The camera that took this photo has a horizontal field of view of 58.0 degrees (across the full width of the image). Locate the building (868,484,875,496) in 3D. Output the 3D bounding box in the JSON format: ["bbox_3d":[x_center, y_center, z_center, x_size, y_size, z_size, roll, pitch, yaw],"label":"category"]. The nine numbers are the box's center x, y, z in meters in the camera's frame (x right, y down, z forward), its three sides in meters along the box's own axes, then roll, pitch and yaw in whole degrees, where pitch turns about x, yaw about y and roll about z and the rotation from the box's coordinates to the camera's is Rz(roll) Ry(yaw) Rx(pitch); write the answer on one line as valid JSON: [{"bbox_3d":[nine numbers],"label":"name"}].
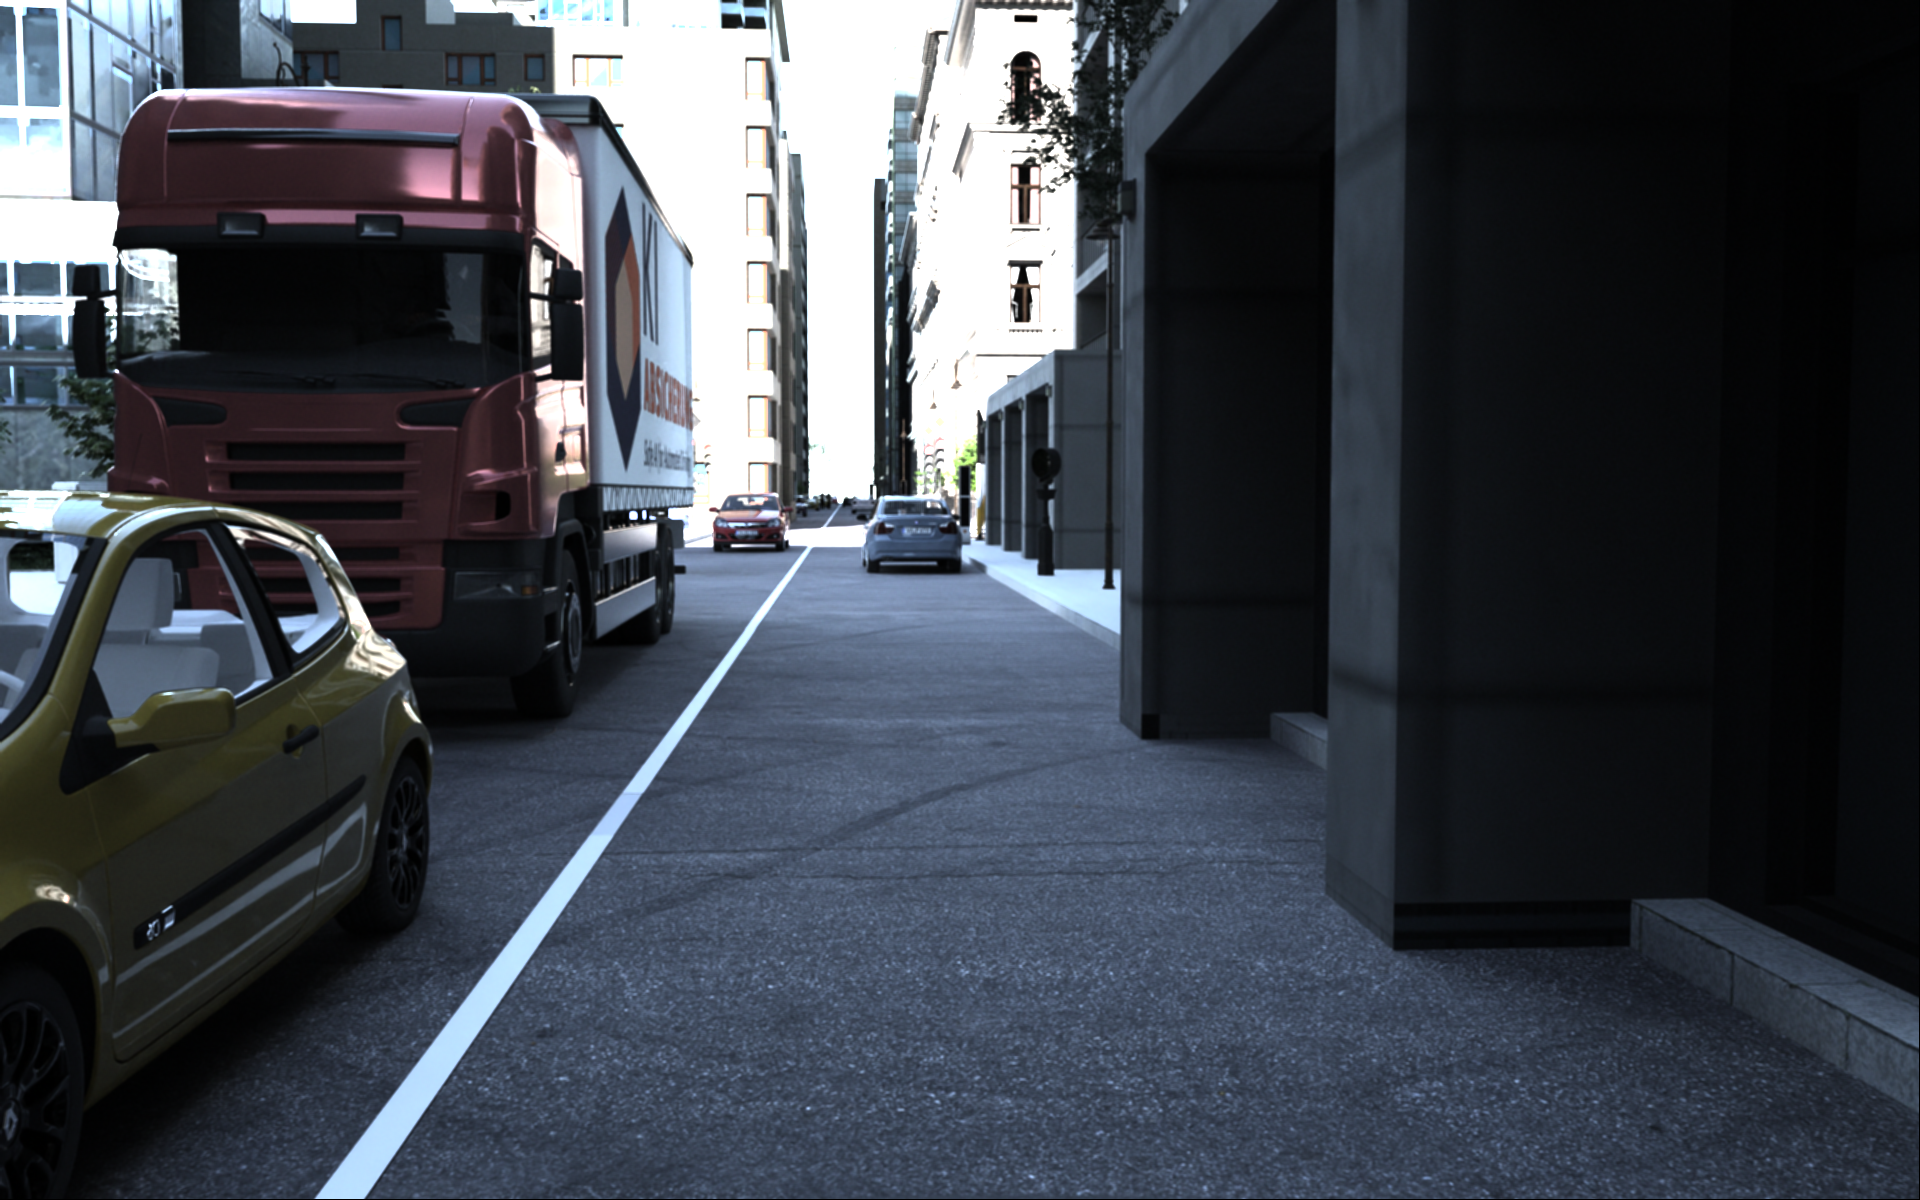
[{"bbox_3d":[0.858,-36.527,289.102,32.217,40.220,23.993,0,4,-4],"label":"building"}]

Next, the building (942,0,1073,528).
[{"bbox_3d":[9.518,-14.807,70.973,19.941,23.489,11.050,0,4,-4],"label":"building"}]

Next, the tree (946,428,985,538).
[{"bbox_3d":[0.531,-3.438,50.809,1.663,3.219,1.824,0,3,0],"label":"tree"}]

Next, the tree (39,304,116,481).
[{"bbox_3d":[-7.175,-1.262,15.230,1.663,3.219,1.824,0,3,0],"label":"tree"}]

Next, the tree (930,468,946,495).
[{"bbox_3d":[0.177,-3.683,54.825,1.663,3.219,1.824,0,3,0],"label":"tree"}]

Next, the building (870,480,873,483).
[{"bbox_3d":[-1.658,-39.256,261.441,23.786,49.044,30.456,0,4,-4],"label":"building"}]

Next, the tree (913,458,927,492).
[{"bbox_3d":[-1.349,-5.084,77.720,1.663,3.219,1.824,0,3,0],"label":"tree"}]

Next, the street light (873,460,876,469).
[{"bbox_3d":[-10.462,-14.926,216.833,0.468,5.910,1.993,0,4,-4],"label":"street light"}]

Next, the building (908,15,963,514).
[{"bbox_3d":[3.917,-17.987,91.349,12.463,27.353,25.104,0,4,-4],"label":"building"}]

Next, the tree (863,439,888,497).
[{"bbox_3d":[-10.500,-16.898,226.637,4.360,8.622,3.978,0,3,0],"label":"tree"}]

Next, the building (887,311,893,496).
[{"bbox_3d":[6.902,-20.038,172.658,27.650,21.520,28.899,0,4,-4],"label":"building"}]

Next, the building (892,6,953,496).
[{"bbox_3d":[1.130,-28.516,149.831,14.154,41.232,14.086,0,4,-4],"label":"building"}]

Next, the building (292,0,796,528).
[{"bbox_3d":[-21.782,-14.268,78.320,27.650,21.520,28.899,0,4,-4],"label":"building"}]

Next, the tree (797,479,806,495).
[{"bbox_3d":[-19.843,-13.541,215.997,1.663,3.219,1.824,0,3,0],"label":"tree"}]

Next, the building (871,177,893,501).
[{"bbox_3d":[-5.007,-36.018,239.007,14.600,45.320,14.200,0,4,-4],"label":"building"}]

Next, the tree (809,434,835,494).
[{"bbox_3d":[-25.286,-22.899,300.150,9.928,11.665,9.643,0,3,0],"label":"tree"}]

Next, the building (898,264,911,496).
[{"bbox_3d":[1.634,-18.595,133.713,12.332,23.373,15.834,0,4,-4],"label":"building"}]

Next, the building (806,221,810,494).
[{"bbox_3d":[-29.168,-34.751,251.775,14.154,41.232,14.086,0,4,-4],"label":"building"}]

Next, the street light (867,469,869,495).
[{"bbox_3d":[-13.676,-17.920,265.784,0.468,5.910,1.993,0,4,-4],"label":"street light"}]

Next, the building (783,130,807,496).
[{"bbox_3d":[-31.642,-37.281,233.244,21.300,48.544,21.600,0,4,-4],"label":"building"}]

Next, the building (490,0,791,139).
[{"bbox_3d":[-32.580,-36.366,183.826,28.713,52.752,27.495,0,4,-4],"label":"building"}]

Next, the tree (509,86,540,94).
[{"bbox_3d":[-8.321,-4.917,30.764,4.737,8.622,4.395,0,3,0],"label":"tree"}]

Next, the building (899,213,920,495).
[{"bbox_3d":[2.087,-17.052,114.957,11.583,22.565,21.152,0,4,-4],"label":"building"}]

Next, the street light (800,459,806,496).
[{"bbox_3d":[-20.273,-15.483,225.938,0.468,5.910,1.993,0,4,-4],"label":"street light"}]

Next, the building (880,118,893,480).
[{"bbox_3d":[2.707,-35.616,201.934,23.786,49.044,30.456,0,4,-4],"label":"building"}]

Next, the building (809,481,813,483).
[{"bbox_3d":[-35.469,-40.034,274.167,23.786,49.044,30.456,0,4,-4],"label":"building"}]

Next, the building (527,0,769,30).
[{"bbox_3d":[-26.723,-51.436,153.646,22.319,86.520,31.000,0,4,-4],"label":"building"}]

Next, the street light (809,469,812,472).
[{"bbox_3d":[-22.525,-17.582,260.248,0.468,5.910,1.993,0,4,-4],"label":"street light"}]

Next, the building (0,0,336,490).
[{"bbox_3d":[-32.021,-44.827,45.596,31.000,86.520,22.319,0,4,-4],"label":"building"}]

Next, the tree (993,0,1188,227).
[{"bbox_3d":[3.823,-4.925,14.933,7.601,10.594,8.767,0,3,0],"label":"tree"}]

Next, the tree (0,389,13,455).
[{"bbox_3d":[-20.039,-3.015,33.011,4.285,4.588,4.351,0,3,0],"label":"tree"}]

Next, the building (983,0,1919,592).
[{"bbox_3d":[11.479,-36.342,32.447,20.563,71.187,20.611,0,4,-4],"label":"building"}]

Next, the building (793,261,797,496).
[{"bbox_3d":[-26.745,-26.554,205.851,14.160,30.474,14.107,0,4,-4],"label":"building"}]
